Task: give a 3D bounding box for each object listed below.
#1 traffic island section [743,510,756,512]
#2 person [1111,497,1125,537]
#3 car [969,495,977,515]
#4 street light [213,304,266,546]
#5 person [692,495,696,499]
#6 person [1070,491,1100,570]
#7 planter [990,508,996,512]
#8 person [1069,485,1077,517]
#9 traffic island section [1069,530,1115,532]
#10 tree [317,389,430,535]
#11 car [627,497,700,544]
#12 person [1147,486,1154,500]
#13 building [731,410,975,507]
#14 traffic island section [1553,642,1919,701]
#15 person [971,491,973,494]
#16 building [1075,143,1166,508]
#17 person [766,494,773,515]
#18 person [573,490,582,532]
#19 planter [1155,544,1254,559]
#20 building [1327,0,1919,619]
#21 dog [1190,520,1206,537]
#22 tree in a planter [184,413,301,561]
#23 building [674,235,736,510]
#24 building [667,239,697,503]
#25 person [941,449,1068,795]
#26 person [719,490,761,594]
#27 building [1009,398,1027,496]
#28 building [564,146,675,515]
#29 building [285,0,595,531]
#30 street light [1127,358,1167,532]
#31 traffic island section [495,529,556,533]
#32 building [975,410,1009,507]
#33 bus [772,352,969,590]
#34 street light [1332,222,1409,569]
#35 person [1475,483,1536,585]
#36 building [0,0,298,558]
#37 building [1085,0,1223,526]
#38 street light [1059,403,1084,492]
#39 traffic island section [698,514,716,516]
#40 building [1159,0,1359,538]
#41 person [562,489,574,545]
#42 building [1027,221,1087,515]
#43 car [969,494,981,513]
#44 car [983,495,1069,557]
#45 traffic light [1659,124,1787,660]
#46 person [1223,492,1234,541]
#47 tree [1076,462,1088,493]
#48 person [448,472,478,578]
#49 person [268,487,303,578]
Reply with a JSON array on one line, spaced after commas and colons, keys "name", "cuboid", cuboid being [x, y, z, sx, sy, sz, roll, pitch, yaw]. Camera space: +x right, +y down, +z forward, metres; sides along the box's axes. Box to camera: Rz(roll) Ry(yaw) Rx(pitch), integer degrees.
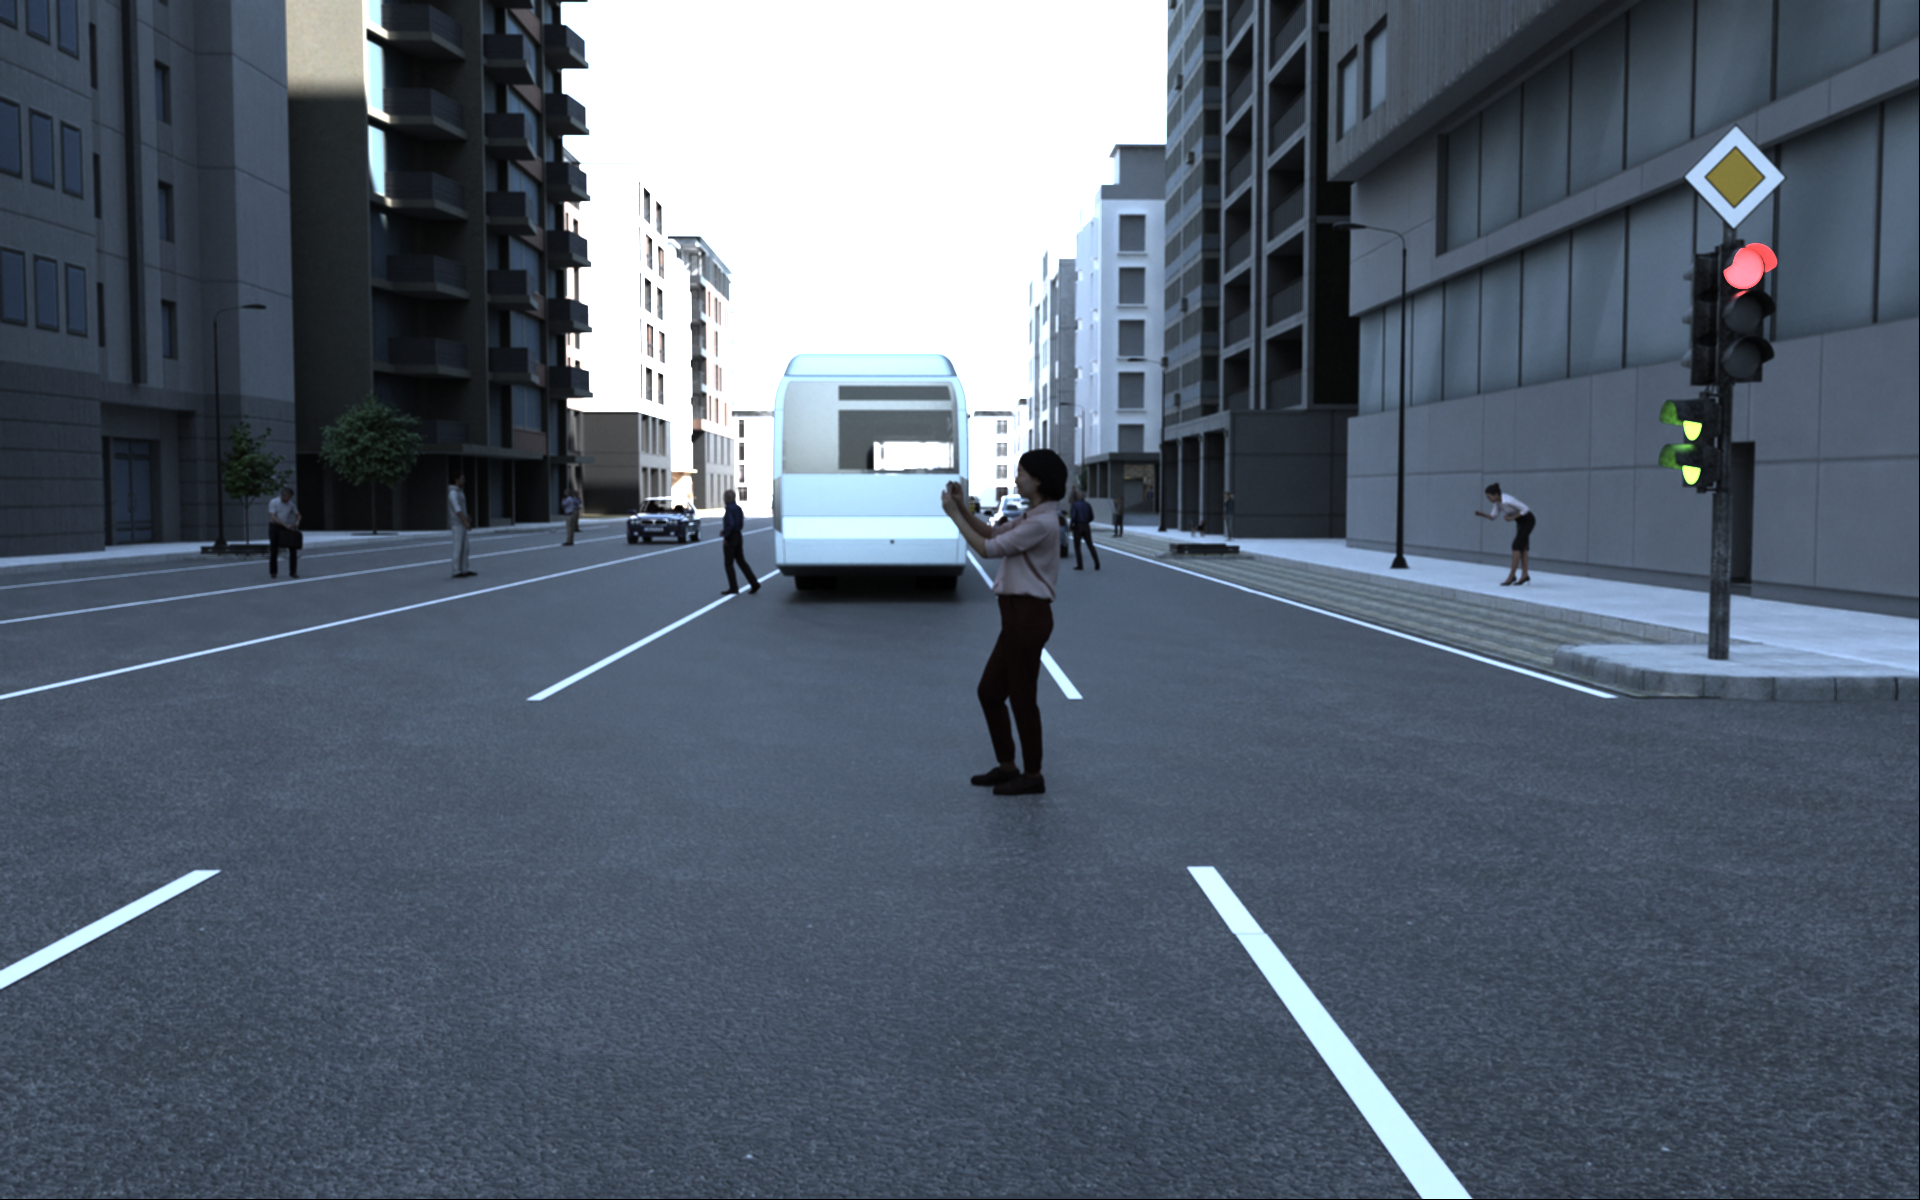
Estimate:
[{"name": "traffic island section", "cuboid": [-17.885, -7.325, 142.637, 1.991, 0.108, 1.994, 0, 4, -1]}, {"name": "person", "cuboid": [5.254, -2.762, 57.563, 0.340, 1.345, 0.435, 2, 4, 27]}, {"name": "car", "cuboid": [0.074, -6.178, 111.232, 2.015, 1.641, 3.980, 0, 4, -1]}, {"name": "street light", "cuboid": [-17.632, -4.274, 42.415, 1.470, 5.913, 1.316, 0, 4, -1]}, {"name": "person", "cuboid": [-21.475, -7.974, 136.939, 1.217, 1.766, 0.721, 1, 4, 18]}, {"name": "person", "cuboid": [2.356, -1.327, 32.890, 0.574, 1.496, 0.600, 0, 4, 0]}, {"name": "planter", "cuboid": [3.266, -7.450, 142.946, 1.991, 0.319, 1.994, 0, 4, -1]}, {"name": "person", "cuboid": [6.269, -5.402, 94.919, 0.434, 1.755, 0.990, -2, 4, -25]}, {"name": "traffic island section", "cuboid": [4.829, -2.639, 66.020, 1.991, 0.108, 1.994, 0, 4, -1]}, {"name": "tree", "cuboid": [-18.386, -4.332, 54.542, 4.285, 4.588, 4.351, 0, 3, 0]}, {"name": "car", "cuboid": [-8.762, -2.369, 51.319, 1.945, 1.354, 3.894, 0, 4, -1]}, {"name": "person", "cuboid": [10.156, -5.200, 91.983, 0.530, 1.710, 0.541, -2, 4, -35]}, {"name": "building", "cuboid": [-12.870, -14.378, 177.232, 28.070, 9.664, 9.099, 0, 4, -1]}, {"name": "traffic island section", "cuboid": [5.917, 0.539, 13.465, 2.009, 0.180, 2.903, 0, 4, -1]}, {"name": "person", "cuboid": [1.034, -9.036, 156.951, 1.217, 1.743, 0.721, -1, 4, -22]}, {"name": "building", "cuboid": [14.794, -14.863, 99.422, 16.016, 20.091, 11.380, 0, 4, -1]}, {"name": "person", "cuboid": [-12.670, -6.651, 118.036, 1.217, 1.735, 0.721, -2, 4, -28]}, {"name": "person", "cuboid": [-14.511, -3.371, 65.681, 0.319, 1.574, 0.516, 1, 4, 11]}, {"name": "planter", "cuboid": [5.399, -1.073, 38.679, 1.991, 0.319, 1.994, 0, 4, -1]}, {"name": "building", "cuboid": [21.864, -26.753, 26.649, 27.495, 52.752, 28.713, 0, 4, -1]}, {"name": "dog", "cuboid": [7.131, -2.142, 51.851, 0.406, 0.507, 0.540, 1, 4, 20]}, {"name": "tree in a planter", "cuboid": [-15.754, -2.507, 38.207, 1.991, 3.239, 1.994, 0, 4, -1]}, {"name": "building", "cuboid": [-36.986, -18.752, 150.563, 32.646, 21.610, 27.936, 0, 4, -1]}, {"name": "building", "cuboid": [-27.822, -16.528, 126.647, 16.016, 20.091, 11.380, 0, 4, -1]}, {"name": "person", "cuboid": [0.209, 0.102, 8.290, 0.566, 1.644, 0.517, 3, 5, 41]}, {"name": "person", "cuboid": [-3.257, -0.835, 24.848, 0.600, 1.496, 0.574, 3, 5, 44]}, {"name": "building", "cuboid": [9.726, -12.765, 150.852, 9.099, 9.664, 28.070, 0, 4, -1]}, {"name": "building", "cuboid": [-33.766, -15.934, 104.503, 27.936, 21.610, 32.646, 0, 4, -1]}, {"name": "building", "cuboid": [-27.899, -25.518, 71.850, 22.147, 44.769, 28.867, 0, 4, -1]}, {"name": "street light", "cuboid": [6.396, -5.299, 59.177, 1.470, 5.913, 1.316, 0, 4, -1]}, {"name": "traffic island section", "cuboid": [-16.301, -2.592, 65.241, 1.991, 0.108, 1.994, 0, 4, -1]}, {"name": "building", "cuboid": [15.349, -14.402, 177.623, 28.070, 9.664, 9.099, 0, 4, -1]}, {"name": "bus", "cuboid": [-1.349, -2.097, 29.142, 2.948, 3.499, 13.247, 0, 4, -2]}, {"name": "street light", "cuboid": [7.064, -3.501, 29.780, 1.470, 5.913, 1.316, 0, 4, -1]}, {"name": "person", "cuboid": [7.684, -0.923, 24.320, 0.628, 1.438, 0.799, 3, 5, 45]}, {"name": "building", "cuboid": [-29.655, -30.148, 34.915, 21.231, 58.520, 28.212, 0, 4, -1]}, {"name": "building", "cuboid": [22.160, -23.522, 76.464, 32.217, 40.220, 23.993, 0, 4, -1]}, {"name": "street light", "cuboid": [5.723, -7.067, 88.094, 1.470, 5.913, 1.316, 0, 4, -1]}, {"name": "traffic island section", "cuboid": [-17.321, -5.651, 115.260, 1.991, 0.108, 1.994, 0, 4, -1]}, {"name": "building", "cuboid": [17.891, -37.583, 52.731, 20.563, 71.187, 20.611, 0, 4, -1]}, {"name": "person", "cuboid": [-10.997, -2.323, 48.549, 0.319, 1.574, 0.516, 1, 4, 8]}, {"name": "building", "cuboid": [13.991, -15.559, 120.841, 16.747, 18.905, 31.486, 0, 4, -1]}, {"name": "car", "cuboid": [0.645, -7.549, 133.216, 2.009, 1.686, 4.222, 0, 4, -2]}, {"name": "car", "cuboid": [1.576, -1.763, 40.832, 2.014, 1.417, 4.499, 0, 4, -1]}, {"name": "traffic light", "cuboid": [5.877, -1.494, 13.350, 0.839, 4.253, 0.868, 0, 4, -1]}, {"name": "person", "cuboid": [7.376, -2.294, 47.455, 0.435, 1.345, 0.340, 3, 5, 42]}, {"name": "tree", "cuboid": [6.893, -5.898, 91.028, 1.663, 3.219, 1.824, 0, 3, 0]}, {"name": "person", "cuboid": [-8.540, -1.291, 29.750, 0.789, 1.805, 0.875, 0, 4, -5]}, {"name": "person", "cuboid": [-11.521, -1.156, 29.608, 0.590, 1.554, 0.614, 3, 4, 38]}]
